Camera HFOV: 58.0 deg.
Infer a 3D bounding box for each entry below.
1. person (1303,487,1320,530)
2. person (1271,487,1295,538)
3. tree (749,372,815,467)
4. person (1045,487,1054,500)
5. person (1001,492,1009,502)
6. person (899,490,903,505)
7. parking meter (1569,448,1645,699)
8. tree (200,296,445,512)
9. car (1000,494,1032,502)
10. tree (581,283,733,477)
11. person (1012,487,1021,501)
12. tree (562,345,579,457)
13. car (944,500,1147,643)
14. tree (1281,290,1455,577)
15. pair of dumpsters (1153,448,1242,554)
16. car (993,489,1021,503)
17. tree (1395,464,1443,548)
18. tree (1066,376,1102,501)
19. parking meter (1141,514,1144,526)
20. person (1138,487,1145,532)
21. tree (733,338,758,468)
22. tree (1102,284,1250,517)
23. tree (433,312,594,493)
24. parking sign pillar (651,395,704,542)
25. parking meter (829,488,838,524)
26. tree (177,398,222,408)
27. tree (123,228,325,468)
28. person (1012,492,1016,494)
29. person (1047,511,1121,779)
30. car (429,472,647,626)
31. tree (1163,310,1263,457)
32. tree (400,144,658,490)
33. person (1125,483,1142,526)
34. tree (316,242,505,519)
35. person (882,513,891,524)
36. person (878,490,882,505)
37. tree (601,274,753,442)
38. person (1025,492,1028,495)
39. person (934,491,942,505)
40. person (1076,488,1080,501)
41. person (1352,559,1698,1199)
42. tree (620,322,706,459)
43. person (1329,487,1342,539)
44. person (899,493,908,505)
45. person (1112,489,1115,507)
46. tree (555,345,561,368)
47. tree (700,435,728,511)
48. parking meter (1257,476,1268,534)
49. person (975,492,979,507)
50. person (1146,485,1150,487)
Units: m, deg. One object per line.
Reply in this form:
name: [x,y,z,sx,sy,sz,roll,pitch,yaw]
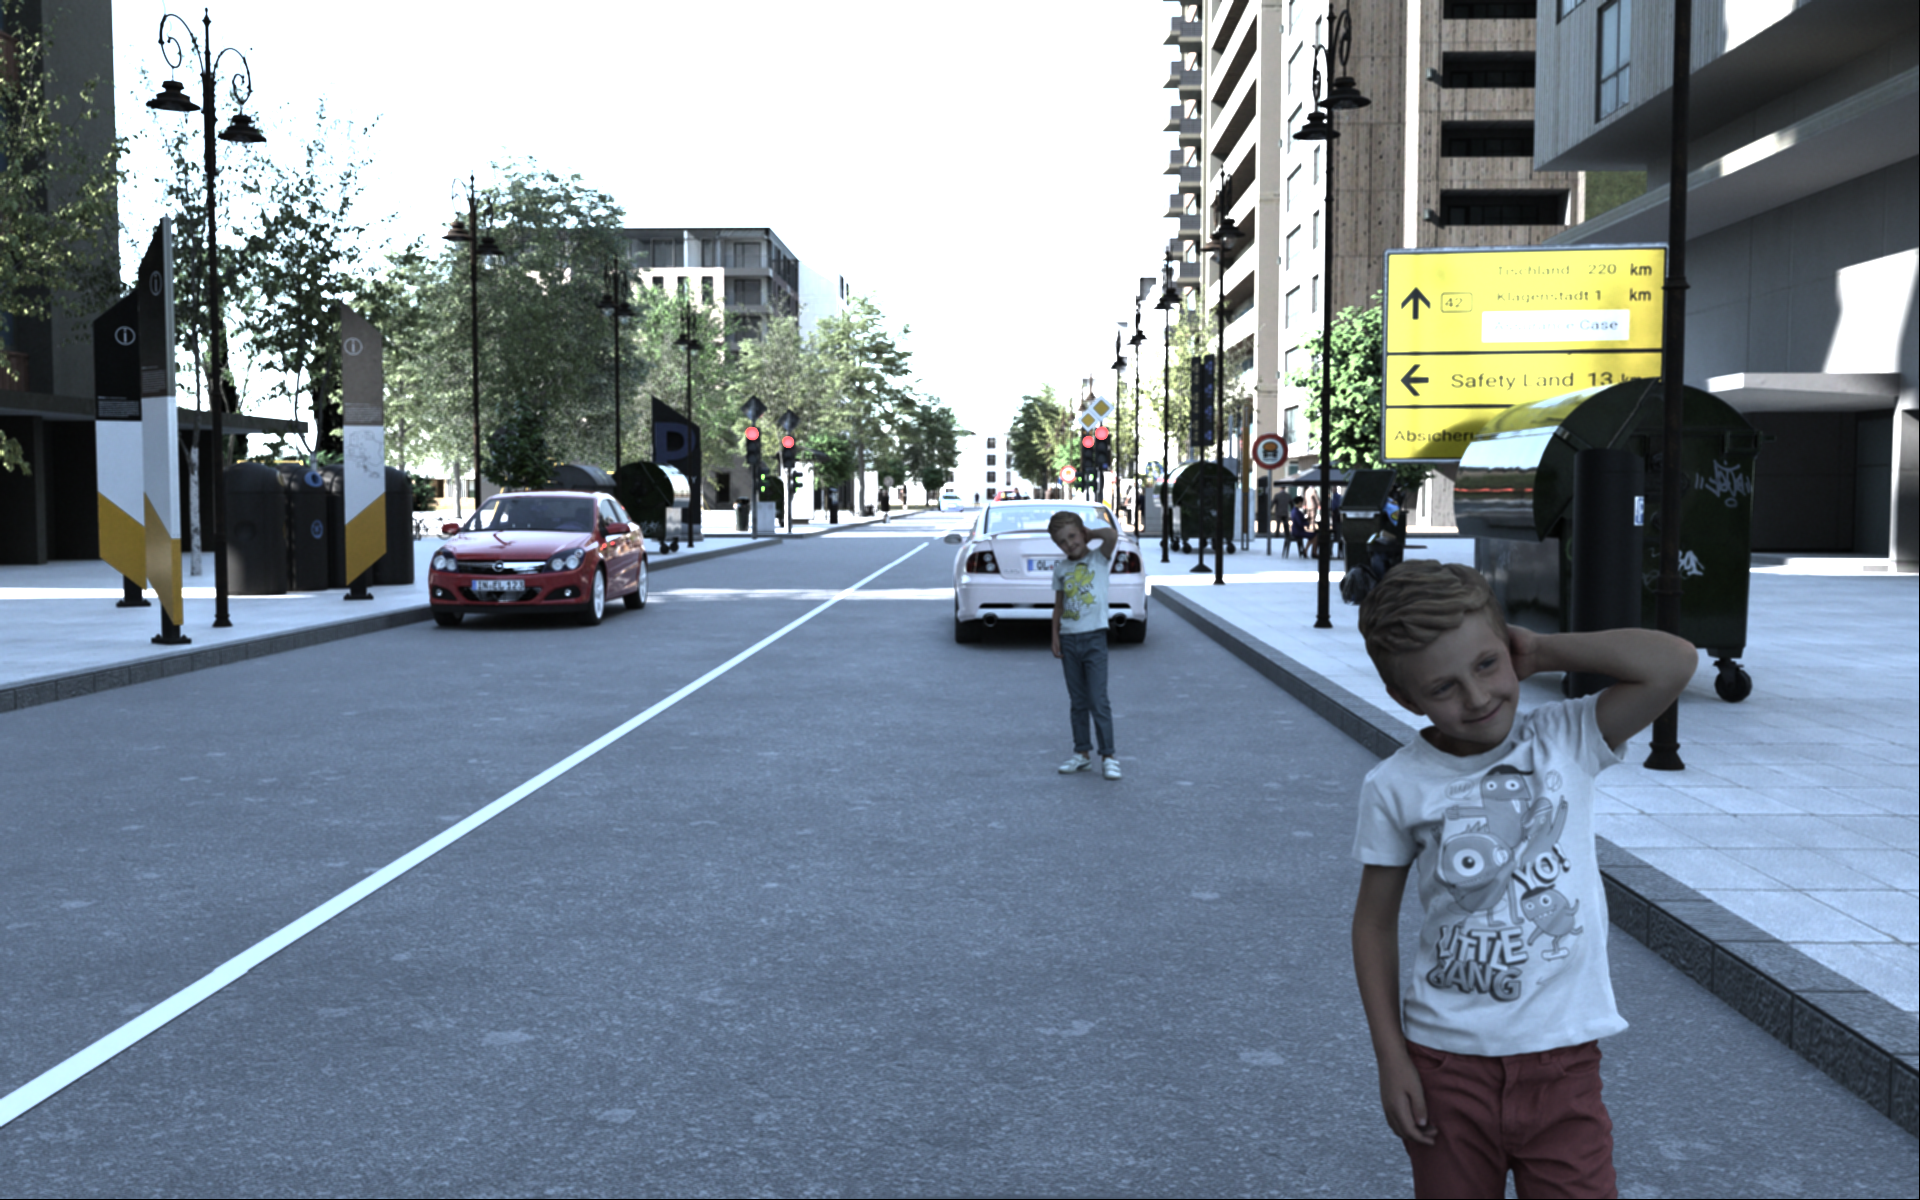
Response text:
person: [12.405,-3.323,60.922,0.434,1.755,0.990,-1,4,-21]
person: [10.013,-2.750,54.017,0.990,1.755,0.434,-1,4,-14]
tree: [-10.188,-9.330,102.914,4.737,8.622,4.395,0,3,0]
person: [5.655,-6.307,109.856,0.565,1.739,0.600,0,4,3]
person: [1.969,-3.938,75.422,0.480,1.512,0.613,-3,4,-37]
person: [-6.908,-12.315,207.951,0.990,1.755,0.434,-3,5,-44]
parking meter: [3.643,-0.082,9.759,0.372,1.533,0.369,0,3,0]
tree: [-43.983,-13.289,119.103,13.155,14.587,18.604,0,4,3]
car: [3.133,-5.102,93.208,2.009,1.686,4.222,0,4,2]
tree: [-16.353,-10.742,93.757,7.486,12.596,7.792,0,3,0]
person: [2.312,-3.727,70.350,0.530,1.710,0.541,0,4,-4]
tree: [-28.895,-12.194,117.492,7.486,12.596,7.792,0,3,0]
car: [0.865,-0.349,18.065,2.083,1.381,4.827,0,3,0]
tree: [6.551,-2.622,26.582,4.285,4.588,4.351,0,3,0]
pair of dumpsters: [5.328,-2.236,39.054,1.574,2.255,4.437,0,4,2]
car: [3.474,-7.021,123.464,2.281,1.827,5.304,0,4,0]
tree: [10.599,-2.863,41.416,1.663,3.219,1.824,0,3,0]
tree: [9.299,-9.054,98.390,4.737,8.622,4.395,0,3,0]
parking meter: [7.600,-3.813,70.755,0.372,1.533,0.369,0,3,0]
person: [6.210,-3.025,58.050,0.480,1.512,0.613,2,4,25]
tree: [-11.420,-11.733,109.957,7.486,12.596,7.792,0,3,0]
tree: [7.697,-6.765,60.973,4.737,8.622,4.395,0,3,0]
tree: [-27.443,-11.476,104.645,9.611,12.733,9.660,0,3,0]
parking sign pillar: [-7.717,-3.591,47.187,1.447,3.967,1.447,-1,4,-13]
parking meter: [-5.413,-4.028,74.266,0.372,1.533,0.369,0,3,0]
tree: [-44.421,-7.828,90.897,11.467,7.101,20.602,-1,4,-11]
tree: [-28.548,-8.648,67.152,9.928,11.665,9.643,0,3,0]
person: [3.411,-5.888,105.440,0.621,1.740,0.551,3,4,39]
person: [0.645,0.217,8.855,0.435,1.345,0.340,1,4,21]
car: [-4.832,-0.683,20.212,2.155,1.783,4.494,0,4,0]
tree: [10.359,-7.293,69.605,4.360,8.622,3.978,0,3,0]
tree: [-15.899,-9.676,64.861,9.857,13.997,8.962,0,3,0]
person: [7.003,-3.869,69.445,0.875,1.805,0.789,2,4,33]
tree: [-25.110,-9.783,78.072,7.486,12.596,7.792,0,3,0]
person: [-3.504,-3.923,83.109,0.357,0.543,0.381,3,5,41]
person: [-9.351,-11.944,201.881,0.434,1.755,0.990,-3,5,-44]
tree: [-13.789,-9.628,83.173,9.928,11.665,9.643,0,3,0]
person: [5.514,-8.296,145.613,0.415,1.643,0.593,-2,4,-23]
person: [-2.558,-11.955,201.596,1.348,1.812,0.705,0,4,-7]
person: [7.248,-5.886,102.807,0.750,1.759,0.617,0,4,-5]
person: [0.734,0.622,2.244,0.435,1.345,0.340,1,4,9]
tree: [-13.096,-7.617,74.893,4.360,8.622,3.978,0,3,0]
person: [10.341,-2.378,47.623,0.574,1.496,0.600,-2,4,-28]
person: [-6.568,-11.978,201.897,1.348,1.822,0.705,-3,5,-42]
person: [15.212,-10.128,171.646,0.705,1.823,1.348,1,4,12]
tree: [-26.179,-10.457,89.103,7.486,12.596,7.792,0,3,0]
tree: [-19.360,-10.989,130.033,4.737,8.622,4.395,0,3,0]
parking meter: [9.821,-3.080,56.075,0.255,1.863,0.399,3,5,40]
person: [1.820,-10.849,186.796,0.541,1.710,0.530,2,4,32]
person: [9.455,-4.921,87.209,0.576,1.737,0.504,2,4,23]
